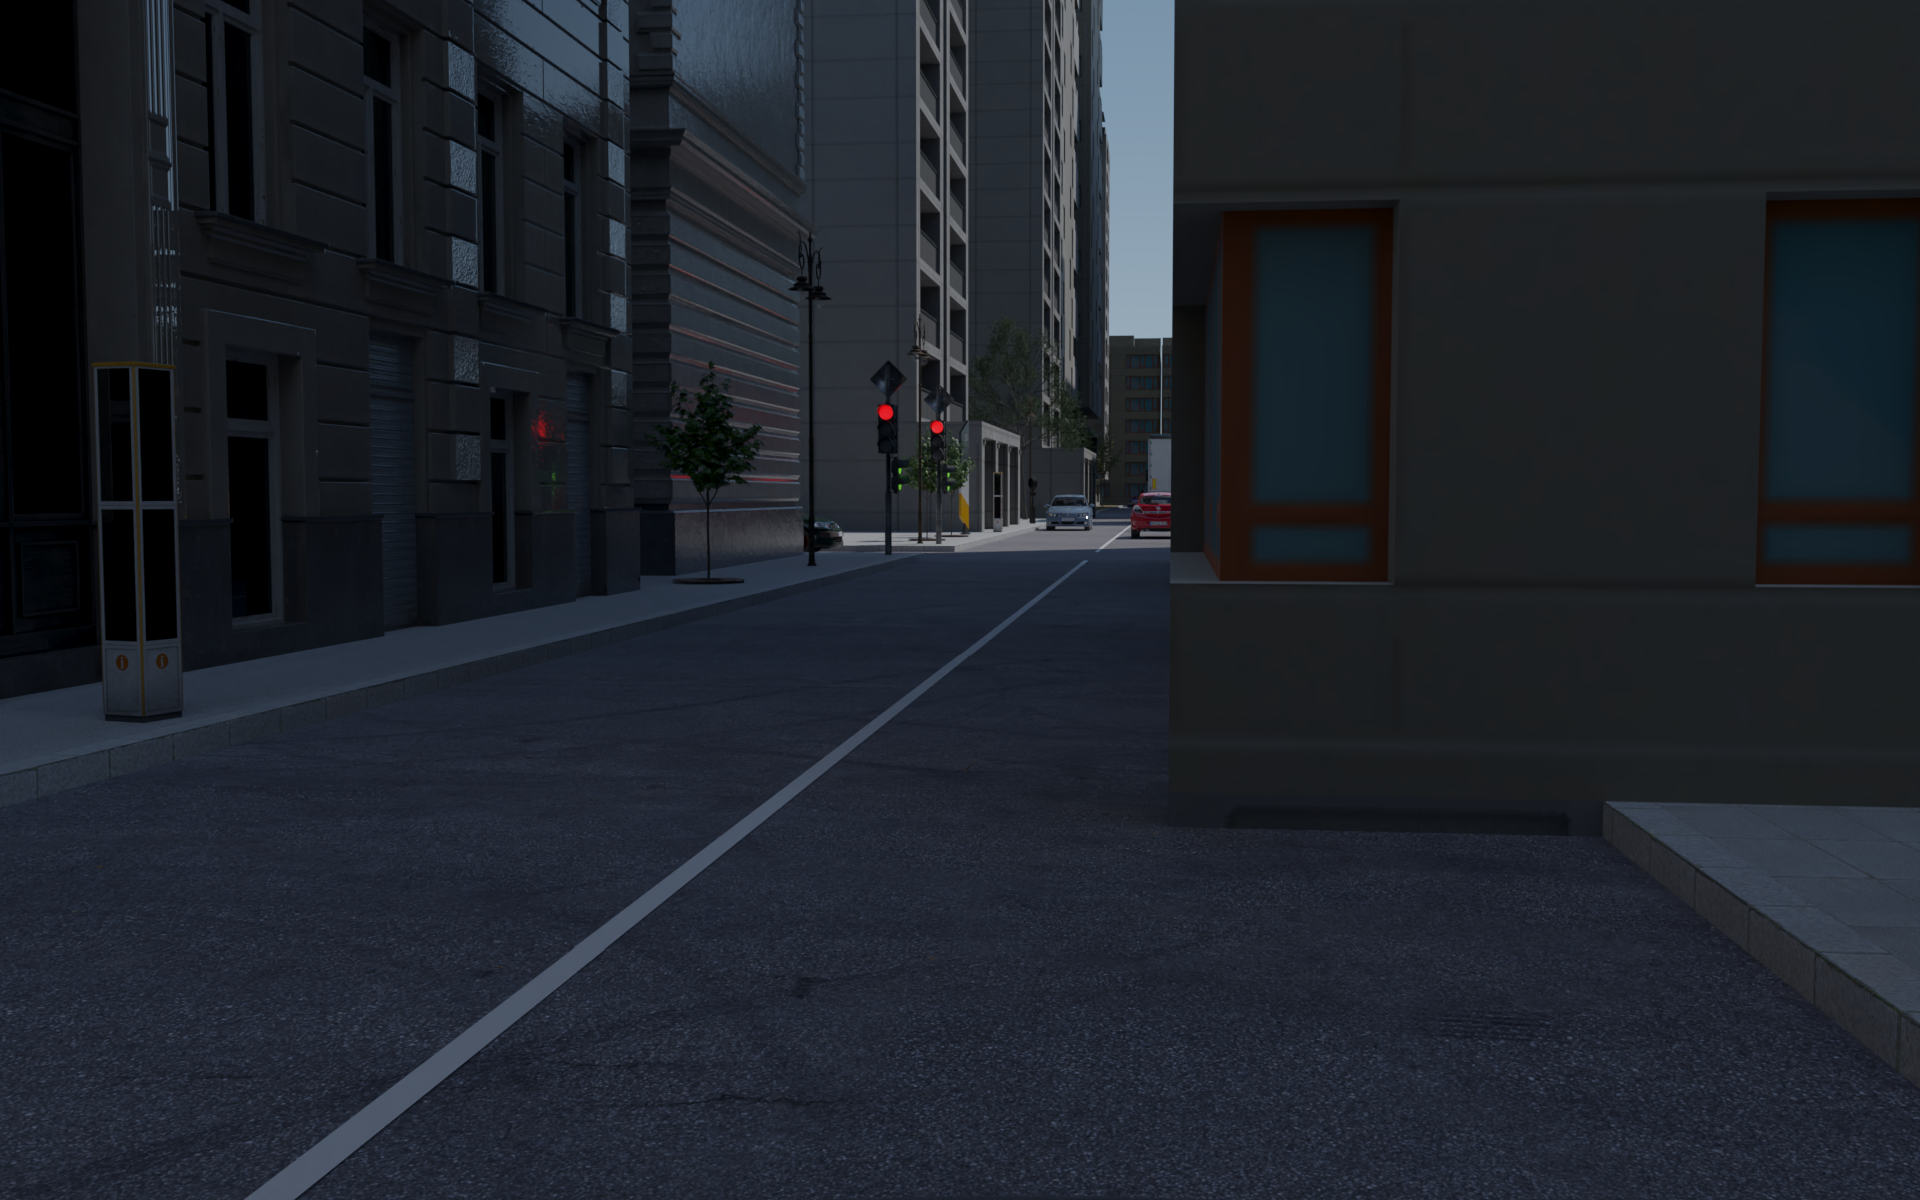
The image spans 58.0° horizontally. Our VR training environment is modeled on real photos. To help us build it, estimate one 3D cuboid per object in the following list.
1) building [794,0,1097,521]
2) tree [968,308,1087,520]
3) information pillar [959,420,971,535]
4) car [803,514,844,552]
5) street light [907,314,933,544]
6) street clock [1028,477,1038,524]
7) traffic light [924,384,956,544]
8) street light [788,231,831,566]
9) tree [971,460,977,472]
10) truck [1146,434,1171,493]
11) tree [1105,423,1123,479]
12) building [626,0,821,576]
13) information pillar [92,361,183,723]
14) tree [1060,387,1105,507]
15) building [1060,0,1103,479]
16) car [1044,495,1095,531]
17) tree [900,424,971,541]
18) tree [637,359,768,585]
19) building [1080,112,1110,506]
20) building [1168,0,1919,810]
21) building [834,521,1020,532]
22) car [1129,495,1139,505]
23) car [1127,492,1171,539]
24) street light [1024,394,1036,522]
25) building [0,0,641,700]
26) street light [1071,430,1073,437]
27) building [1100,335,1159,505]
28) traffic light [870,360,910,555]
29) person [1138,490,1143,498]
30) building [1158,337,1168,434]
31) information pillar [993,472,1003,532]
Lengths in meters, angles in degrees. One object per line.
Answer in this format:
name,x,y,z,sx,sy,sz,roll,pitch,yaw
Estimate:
building,-2.363,-40.502,100.465,20.563,71.187,20.611,0,4,7
tree,2.951,-9.339,87.112,7.601,10.594,8.767,1,4,11
information pillar,0.134,-3.876,54.724,0.183,3.616,0.504,2,4,31
car,-4.898,-1.938,41.473,4.222,1.686,2.009,0,4,7
street light,-1.031,-4.392,44.596,0.468,5.910,1.993,0,4,7
street clock,3.154,-4.312,75.070,0.358,2.002,0.471,-2,4,-26
traffic light,-0.527,-3.386,44.289,0.839,4.253,0.868,0,4,7
street light,-2.645,-3.544,30.740,0.468,5.910,1.993,0,4,7
tree,-0.391,-3.492,51.689,1.663,3.219,1.824,0,3,0
truck,10.675,-5.976,86.614,2.839,4.237,11.283,0,4,7
tree,14.609,-13.868,177.111,4.737,8.622,4.395,0,3,0
building,-13.058,-12.442,32.297,19.941,23.489,11.050,0,4,7
information pillar,-4.653,-0.326,9.815,0.304,2.012,0.304,1,4,20
tree,7.191,-10.151,116.327,4.737,8.622,4.395,0,3,0
building,-0.708,-34.955,160.754,28.713,52.752,27.495,0,4,7
car,4.380,-3.494,69.126,2.014,1.417,4.499,0,4,6
tree,-0.784,-3.246,47.677,1.663,3.219,1.824,0,3,0
tree,-3.507,-1.853,24.894,1.663,3.219,1.824,0,3,0
building,9.142,-30.856,188.090,14.086,41.232,14.154,0,4,7
building,16.363,-10.667,19.443,27.650,21.520,28.899,0,4,7
building,-8.147,-38.495,67.638,20.563,71.187,20.611,0,4,7
car,19.536,-10.864,190.210,1.945,1.354,3.894,0,4,6
car,6.548,-2.925,56.861,2.155,1.783,4.494,0,4,7
street light,3.224,-6.490,78.897,0.468,5.910,1.993,0,4,7
building,-11.333,-13.073,11.007,12.463,27.353,25.104,0,4,7
street light,7.369,-8.576,113.009,0.468,5.910,1.993,0,4,7
building,10.592,-22.764,217.227,28.899,21.520,27.650,0,4,7
traffic light,-1.491,-2.902,36.362,0.839,4.253,0.868,0,4,7
person,18.691,-10.366,177.612,0.705,1.869,1.348,-3,5,-45
building,39.410,-22.515,213.160,28.899,21.520,27.650,0,4,7
information pillar,1.277,-3.295,58.367,0.304,2.012,0.304,0,4,6
